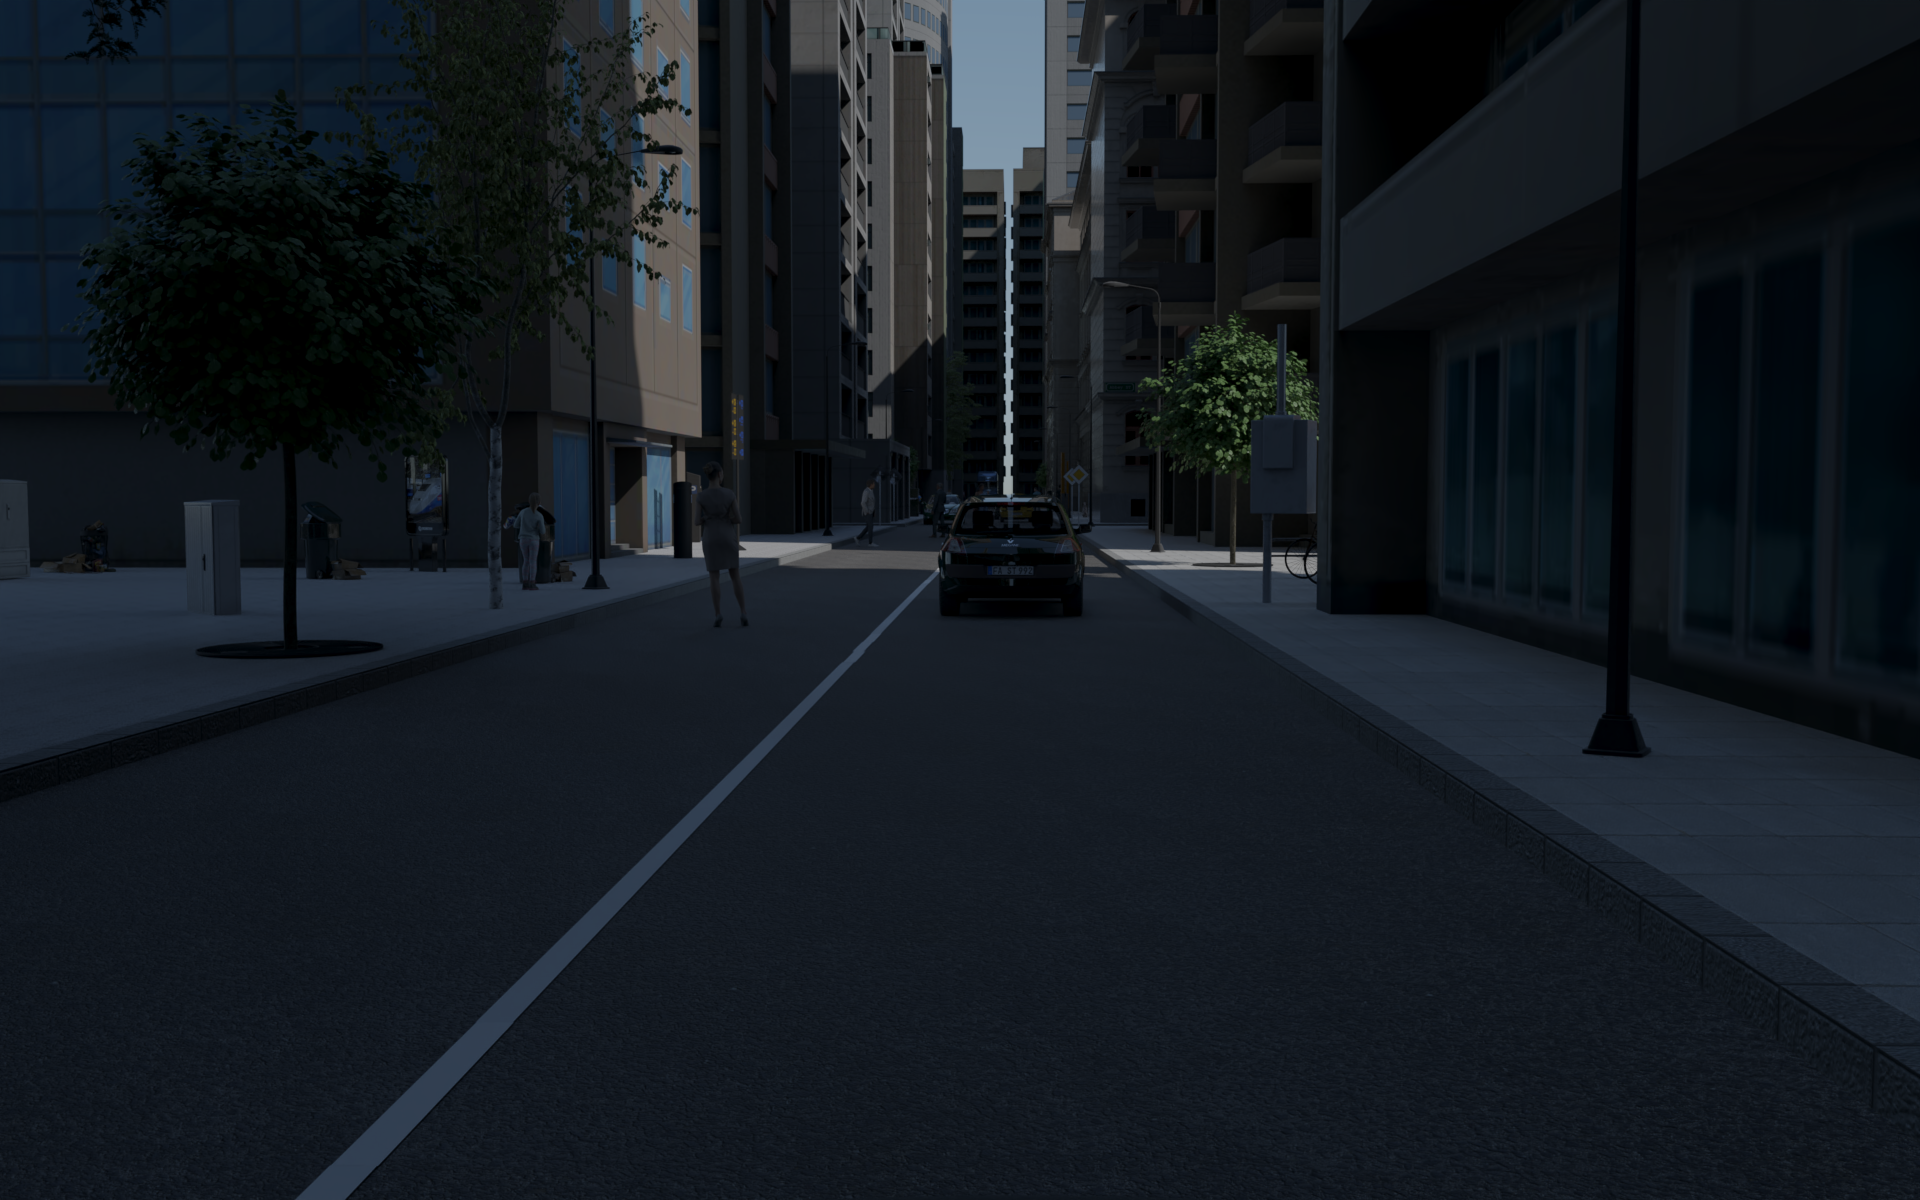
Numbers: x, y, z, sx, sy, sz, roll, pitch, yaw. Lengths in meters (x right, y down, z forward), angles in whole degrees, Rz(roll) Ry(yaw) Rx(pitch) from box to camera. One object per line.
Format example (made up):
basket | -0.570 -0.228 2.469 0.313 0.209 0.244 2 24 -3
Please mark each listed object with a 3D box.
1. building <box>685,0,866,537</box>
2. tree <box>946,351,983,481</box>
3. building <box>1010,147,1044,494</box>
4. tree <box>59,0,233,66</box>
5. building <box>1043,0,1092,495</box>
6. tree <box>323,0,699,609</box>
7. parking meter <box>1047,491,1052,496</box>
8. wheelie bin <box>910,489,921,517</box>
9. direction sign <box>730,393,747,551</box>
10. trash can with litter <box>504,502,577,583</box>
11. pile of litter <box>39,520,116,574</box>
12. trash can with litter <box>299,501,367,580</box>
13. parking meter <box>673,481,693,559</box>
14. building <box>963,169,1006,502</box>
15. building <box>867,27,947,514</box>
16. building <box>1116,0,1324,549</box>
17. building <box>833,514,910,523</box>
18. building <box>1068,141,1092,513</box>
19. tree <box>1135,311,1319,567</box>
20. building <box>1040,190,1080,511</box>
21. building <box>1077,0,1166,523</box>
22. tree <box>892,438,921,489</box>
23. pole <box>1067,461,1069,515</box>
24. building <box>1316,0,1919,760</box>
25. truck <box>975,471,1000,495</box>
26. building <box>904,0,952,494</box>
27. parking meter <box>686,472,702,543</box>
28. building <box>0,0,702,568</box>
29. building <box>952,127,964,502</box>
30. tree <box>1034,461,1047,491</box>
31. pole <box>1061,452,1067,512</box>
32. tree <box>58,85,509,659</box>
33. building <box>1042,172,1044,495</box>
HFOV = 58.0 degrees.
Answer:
building | -18.523 -24.648 57.628 28.867 44.769 22.147 0 4 2
tree | -2.260 -12.538 123.118 7.486 12.596 7.792 0 3 0
building | 17.961 -37.965 244.433 21.600 48.544 21.300 0 4 2
tree | -5.355 -4.345 5.448 7.601 10.594 8.767 0 4 5
building | 20.522 -40.112 197.829 21.231 58.520 28.212 0 4 2
tree | -5.136 -4.220 19.367 4.737 8.622 4.395 0 3 0
parking meter | 6.520 -7.197 126.087 0.372 1.533 0.369 0 3 0
wheelie bin | -2.655 -5.507 97.947 0.980 1.594 0.693 0 4 7
direction sign | -5.047 -2.892 39.283 0.379 3.537 0.876 1 4 10
trash can with litter | -6.066 -0.839 25.110 0.624 1.170 1.055 1 4 21
pile of litter | -14.524 -0.891 28.527 1.176 0.858 1.719 -1 4 -17
trash can with litter | -9.439 -0.904 26.169 1.055 1.170 0.624 2 4 24
parking meter | -5.532 -1.599 34.557 0.372 1.533 0.369 0 3 0
building | -4.272 -38.032 245.523 21.600 48.544 21.300 0 4 2
building | -8.137 -20.774 111.356 14.160 30.474 14.107 0 4 2
building | 16.046 -24.096 48.596 22.147 44.769 28.867 0 4 2
building | -12.975 -39.553 84.938 20.563 71.187 20.611 0 4 2
building | 15.414 -16.964 110.643 16.112 22.955 30.059 0 4 2
tree | 4.945 -2.880 30.802 4.285 4.588 4.351 0 3 0
building | 12.827 -20.879 138.630 12.463 27.353 25.104 0 4 2
building | 17.540 -18.019 82.000 23.554 28.519 14.401 0 4 2
tree | -3.892 -7.189 101.255 4.285 4.588 4.351 0 3 0
pole | 6.699 -6.934 107.220 0.158 3.312 0.155 0 3 0
building | 14.291 -23.443 7.004 21.300 48.544 21.600 0 4 2
truck | 3.476 -13.545 211.211 2.967 4.110 18.799 0 4 2
building | -11.715 -38.180 166.240 21.231 58.520 28.212 0 4 2
parking meter | -7.035 -2.454 45.831 0.399 1.863 0.255 0 4 0
building | -13.615 -23.569 35.470 14.600 45.320 14.200 0 4 2
building | -6.852 -30.834 187.737 14.154 41.232 14.086 0 4 2
tree | 8.263 -10.418 154.049 4.285 4.588 4.351 0 3 0
pole | 5.037 -5.573 84.958 0.158 3.312 0.155 0 3 0
tree | -5.422 -1.850 13.965 4.285 4.588 4.351 0 3 0
building | 17.483 -32.793 219.758 14.154 41.232 14.086 0 4 2
